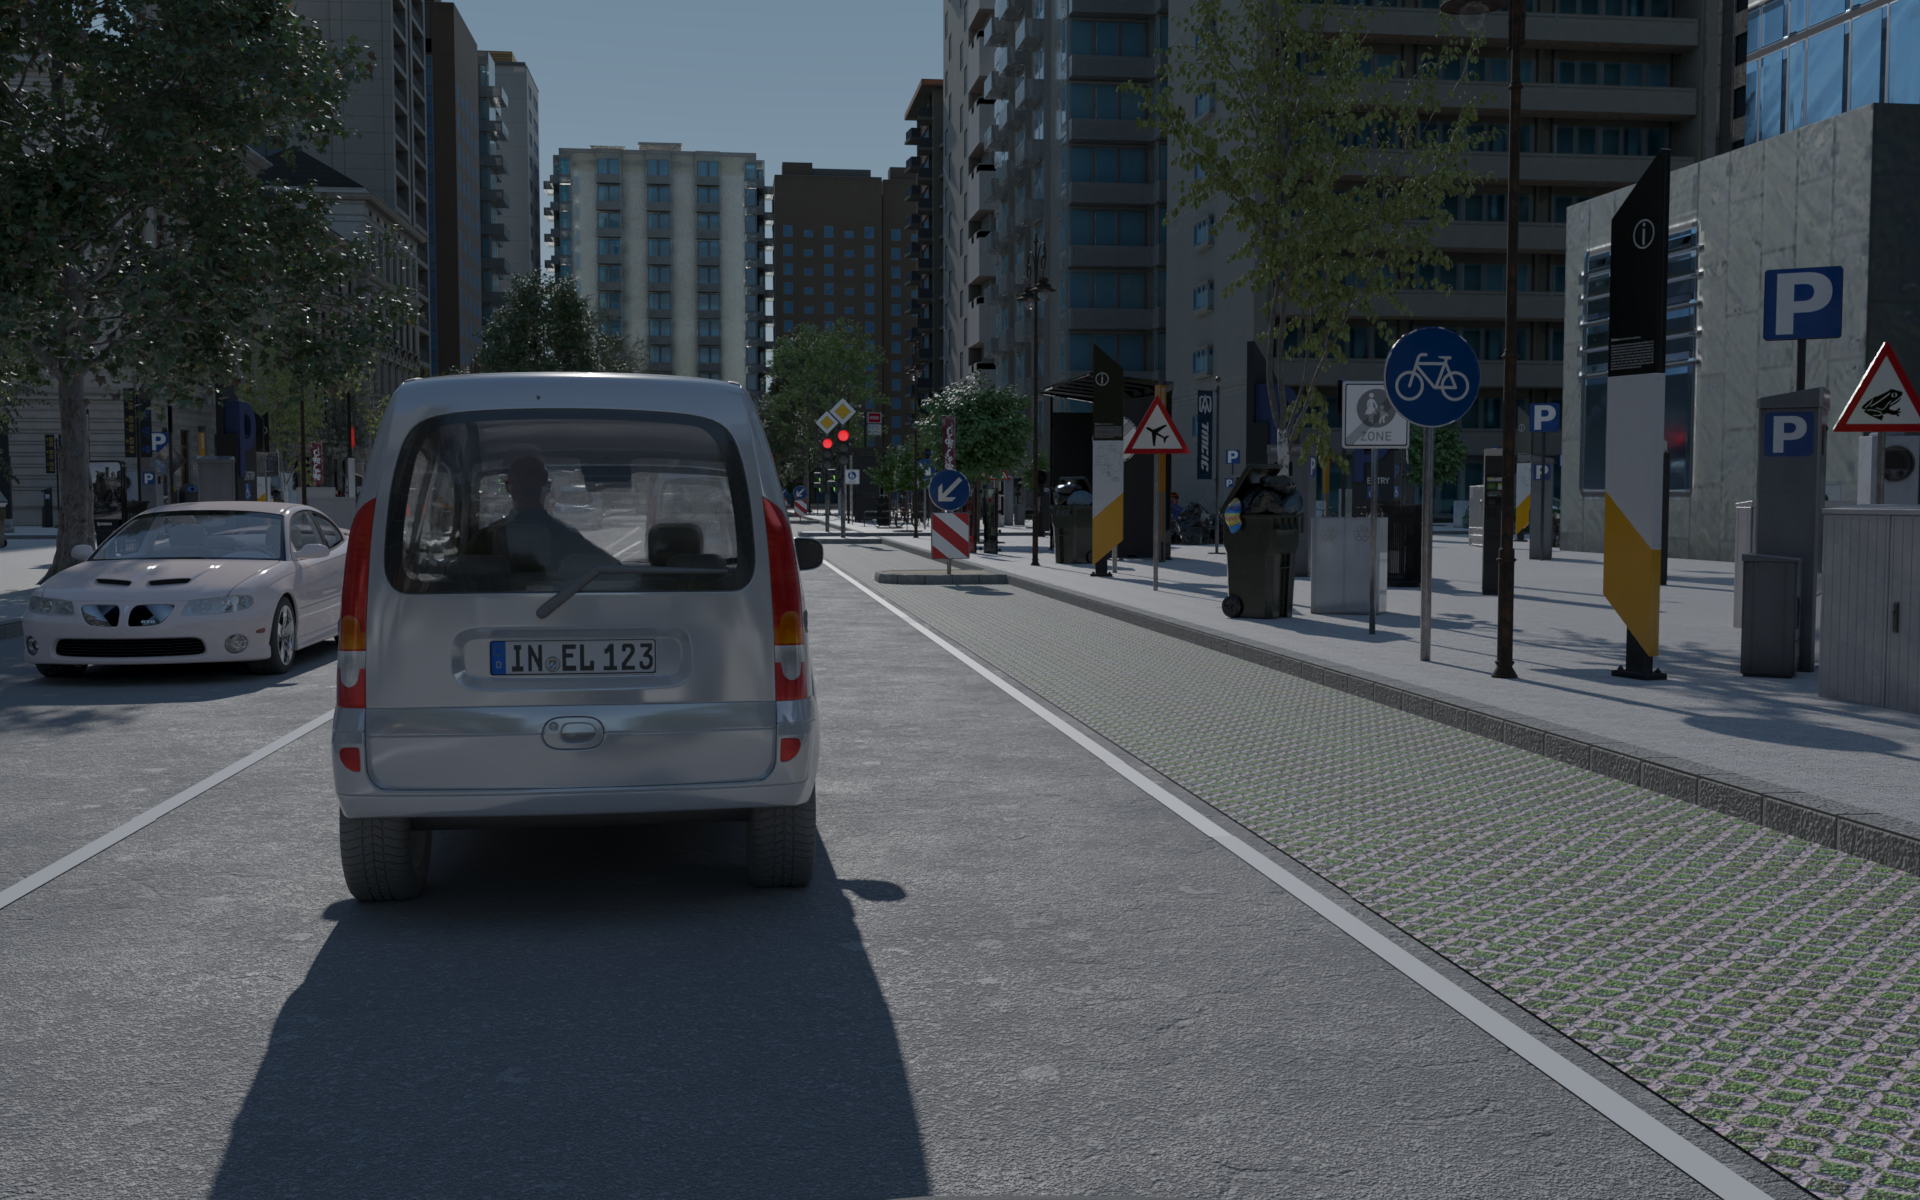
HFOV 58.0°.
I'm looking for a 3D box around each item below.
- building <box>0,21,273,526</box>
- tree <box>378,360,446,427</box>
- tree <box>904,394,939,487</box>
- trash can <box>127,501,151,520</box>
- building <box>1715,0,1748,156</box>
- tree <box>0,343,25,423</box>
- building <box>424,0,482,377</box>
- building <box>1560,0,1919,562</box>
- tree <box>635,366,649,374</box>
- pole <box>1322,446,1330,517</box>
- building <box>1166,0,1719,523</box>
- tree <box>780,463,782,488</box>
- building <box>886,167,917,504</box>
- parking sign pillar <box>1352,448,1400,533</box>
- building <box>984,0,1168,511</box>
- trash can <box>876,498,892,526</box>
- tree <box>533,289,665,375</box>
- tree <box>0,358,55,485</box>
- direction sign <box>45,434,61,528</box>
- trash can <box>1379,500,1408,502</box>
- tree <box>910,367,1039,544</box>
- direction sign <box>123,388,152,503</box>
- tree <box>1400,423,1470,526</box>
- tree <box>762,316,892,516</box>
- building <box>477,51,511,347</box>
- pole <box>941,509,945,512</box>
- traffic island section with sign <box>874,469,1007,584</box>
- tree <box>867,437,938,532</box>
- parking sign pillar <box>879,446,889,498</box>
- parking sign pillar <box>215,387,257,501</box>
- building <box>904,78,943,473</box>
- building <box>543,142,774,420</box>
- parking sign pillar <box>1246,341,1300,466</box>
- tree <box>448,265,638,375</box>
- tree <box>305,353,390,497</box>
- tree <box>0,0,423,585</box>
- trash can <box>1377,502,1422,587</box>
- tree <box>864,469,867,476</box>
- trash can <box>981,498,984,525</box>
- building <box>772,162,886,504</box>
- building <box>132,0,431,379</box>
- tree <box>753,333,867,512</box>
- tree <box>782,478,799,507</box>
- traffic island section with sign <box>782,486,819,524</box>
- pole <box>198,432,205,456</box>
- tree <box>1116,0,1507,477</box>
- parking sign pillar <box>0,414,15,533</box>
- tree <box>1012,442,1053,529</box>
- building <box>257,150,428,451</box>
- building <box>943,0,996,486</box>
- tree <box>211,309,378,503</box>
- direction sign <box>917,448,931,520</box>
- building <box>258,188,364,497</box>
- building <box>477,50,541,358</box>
[{"bbox_3d":[-39.477,-14.778,77.783,11.583,22.565,21.152,0,4,-8],"label":"building"},{"bbox_3d":[-29.964,-8.850,95.059,4.737,8.622,4.395,0,3,0],"label":"tree"},{"bbox_3d":[-2.340,-10.881,128.269,4.737,8.622,4.395,0,3,0],"label":"tree"},{"bbox_3d":[-17.060,-1.470,35.683,0.748,1.137,0.748,0,3,0],"label":"trash can"},{"bbox_3d":[50.521,-39.728,87.802,20.611,71.187,20.563,0,4,-8],"label":"building"},{"bbox_3d":[-21.403,-5.299,37.005,4.737,8.622,4.395,0,3,0],"label":"tree"},{"bbox_3d":[-51.120,-30.917,155.605,14.600,45.320,14.200,0,4,-8],"label":"building"},{"bbox_3d":[26.734,-43.434,22.815,22.319,86.520,31.000,0,4,-8],"label":"building"},{"bbox_3d":[-32.390,-16.268,172.634,9.857,13.997,8.962,0,3,0],"label":"tree"},{"bbox_3d":[15.274,-4.812,72.511,0.158,3.312,0.155,0,3,0],"label":"pole"},{"bbox_3d":[21.586,-28.231,85.279,21.600,48.544,21.300,0,4,-8],"label":"building"},{"bbox_3d":[-20.470,-15.992,195.876,7.601,10.594,8.767,-1,4,-16],"label":"tree"},{"bbox_3d":[-4.178,-36.117,240.618,14.200,45.320,14.600,0,4,-8],"label":"building"},{"bbox_3d":[12.123,-3.793,50.482,1.447,3.967,1.447,3,4,37],"label":"parking sign pillar"},{"bbox_3d":[13.693,-30.047,110.879,23.786,49.044,30.456,0,4,-8],"label":"building"},{"bbox_3d":[-3.101,-3.599,70.501,0.748,1.137,0.748,0,3,0],"label":"trash can"},{"bbox_3d":[-22.261,-11.800,103.296,12.009,13.543,11.850,0,3,0],"label":"tree"},{"bbox_3d":[-25.484,-5.793,45.073,4.360,8.622,3.978,0,3,0],"label":"tree"},{"bbox_3d":[-34.247,-4.510,65.733,0.876,3.537,0.379,0,4,3],"label":"direction sign"},{"bbox_3d":[10.891,-1.950,43.541,0.748,1.137,0.748,0,3,0],"label":"trash can"},{"bbox_3d":[0.393,-3.750,45.026,4.285,4.588,4.351,0,3,0],"label":"tree"},{"bbox_3d":[-17.508,-2.749,36.941,0.876,3.537,0.379,2,4,30],"label":"direction sign"},{"bbox_3d":[18.862,-5.259,69.699,4.285,4.588,4.351,0,3,0],"label":"tree"},{"bbox_3d":[-7.906,-10.809,102.478,9.928,11.665,9.643,0,3,0],"label":"tree"},{"bbox_3d":[-62.032,-34.068,176.622,30.456,49.044,23.786,0,4,-8],"label":"building"},{"bbox_3d":[-0.710,-4.839,72.957,0.158,3.312,0.155,0,3,0],"label":"pole"},{"bbox_3d":[-0.371,-1.200,28.242,1.989,1.847,2.006,0,4,-8],"label":"traffic island section with sign"},{"bbox_3d":[-1.841,-3.906,58.468,1.663,3.219,1.824,0,3,0],"label":"tree"},{"bbox_3d":[-4.684,-6.693,97.904,1.447,3.967,1.447,-1,4,-18],"label":"parking sign pillar"},{"bbox_3d":[-15.245,-2.939,36.525,1.447,3.967,1.447,0,4,-5],"label":"parking sign pillar"},{"bbox_3d":[5.743,-32.314,182.961,22.147,44.769,28.867,0,4,-8],"label":"building"},{"bbox_3d":[-41.060,-37.857,238.564,30.456,49.044,23.786,0,4,-8],"label":"building"},{"bbox_3d":[5.606,-2.602,31.008,1.447,3.967,1.447,3,4,37],"label":"parking sign pillar"},{"bbox_3d":[-20.912,-10.391,86.904,9.611,12.733,9.660,0,3,0],"label":"tree"},{"bbox_3d":[-29.414,-8.108,82.930,4.360,8.622,3.978,0,3,0],"label":"tree"},{"bbox_3d":[-12.704,-6.581,24.605,9.611,12.733,9.660,0,3,0],"label":"tree"},{"bbox_3d":[6.150,-0.754,23.985,0.748,1.137,0.748,0,3,0],"label":"trash can"},{"bbox_3d":[-2.489,-4.252,64.127,1.663,3.219,1.824,0,3,0],"label":"tree"},{"bbox_3d":[1.198,-3.539,69.514,0.748,1.137,0.748,0,3,0],"label":"trash can"},{"bbox_3d":[-18.321,-35.903,237.128,14.200,45.320,14.600,0,4,-8],"label":"building"},{"bbox_3d":[-51.374,-42.752,137.252,20.563,71.187,20.611,0,4,-8],"label":"building"},{"bbox_3d":[-10.746,-12.526,121.813,9.611,12.733,9.660,0,3,0],"label":"tree"},{"bbox_3d":[-17.352,-11.187,177.502,1.663,3.219,1.824,0,3,0],"label":"tree"},{"bbox_3d":[-7.854,-4.592,83.712,1.989,1.847,2.006,0,4,-8],"label":"traffic island section with sign"},{"bbox_3d":[-25.117,-3.889,57.434,0.158,3.312,0.155,0,3,0],"label":"pole"},{"bbox_3d":[4.019,-4.265,20.092,4.737,8.622,4.395,0,3,0],"label":"tree"},{"bbox_3d":[-32.119,-4.206,57.237,1.447,3.967,1.447,-1,4,-20],"label":"parking sign pillar"},{"bbox_3d":[3.005,-4.248,64.050,1.663,3.219,1.824,0,3,0],"label":"tree"},{"bbox_3d":[-43.447,-17.681,117.964,11.050,23.489,19.941,0,4,-8],"label":"building"},{"bbox_3d":[13.411,-34.581,154.646,28.713,52.752,27.495,0,4,-8],"label":"building"},{"bbox_3d":[-24.395,-6.840,62.196,4.737,8.622,4.395,0,3,0],"label":"tree"},{"bbox_3d":[-1.821,-5.759,86.153,0.876,3.537,0.379,-3,4,-38],"label":"direction sign"},{"bbox_3d":[-40.961,-14.315,98.677,10.561,19.102,19.286,0,4,-8],"label":"building"},{"bbox_3d":[-70.936,-42.237,232.568,28.212,58.520,21.231,0,4,-8],"label":"building"}]
